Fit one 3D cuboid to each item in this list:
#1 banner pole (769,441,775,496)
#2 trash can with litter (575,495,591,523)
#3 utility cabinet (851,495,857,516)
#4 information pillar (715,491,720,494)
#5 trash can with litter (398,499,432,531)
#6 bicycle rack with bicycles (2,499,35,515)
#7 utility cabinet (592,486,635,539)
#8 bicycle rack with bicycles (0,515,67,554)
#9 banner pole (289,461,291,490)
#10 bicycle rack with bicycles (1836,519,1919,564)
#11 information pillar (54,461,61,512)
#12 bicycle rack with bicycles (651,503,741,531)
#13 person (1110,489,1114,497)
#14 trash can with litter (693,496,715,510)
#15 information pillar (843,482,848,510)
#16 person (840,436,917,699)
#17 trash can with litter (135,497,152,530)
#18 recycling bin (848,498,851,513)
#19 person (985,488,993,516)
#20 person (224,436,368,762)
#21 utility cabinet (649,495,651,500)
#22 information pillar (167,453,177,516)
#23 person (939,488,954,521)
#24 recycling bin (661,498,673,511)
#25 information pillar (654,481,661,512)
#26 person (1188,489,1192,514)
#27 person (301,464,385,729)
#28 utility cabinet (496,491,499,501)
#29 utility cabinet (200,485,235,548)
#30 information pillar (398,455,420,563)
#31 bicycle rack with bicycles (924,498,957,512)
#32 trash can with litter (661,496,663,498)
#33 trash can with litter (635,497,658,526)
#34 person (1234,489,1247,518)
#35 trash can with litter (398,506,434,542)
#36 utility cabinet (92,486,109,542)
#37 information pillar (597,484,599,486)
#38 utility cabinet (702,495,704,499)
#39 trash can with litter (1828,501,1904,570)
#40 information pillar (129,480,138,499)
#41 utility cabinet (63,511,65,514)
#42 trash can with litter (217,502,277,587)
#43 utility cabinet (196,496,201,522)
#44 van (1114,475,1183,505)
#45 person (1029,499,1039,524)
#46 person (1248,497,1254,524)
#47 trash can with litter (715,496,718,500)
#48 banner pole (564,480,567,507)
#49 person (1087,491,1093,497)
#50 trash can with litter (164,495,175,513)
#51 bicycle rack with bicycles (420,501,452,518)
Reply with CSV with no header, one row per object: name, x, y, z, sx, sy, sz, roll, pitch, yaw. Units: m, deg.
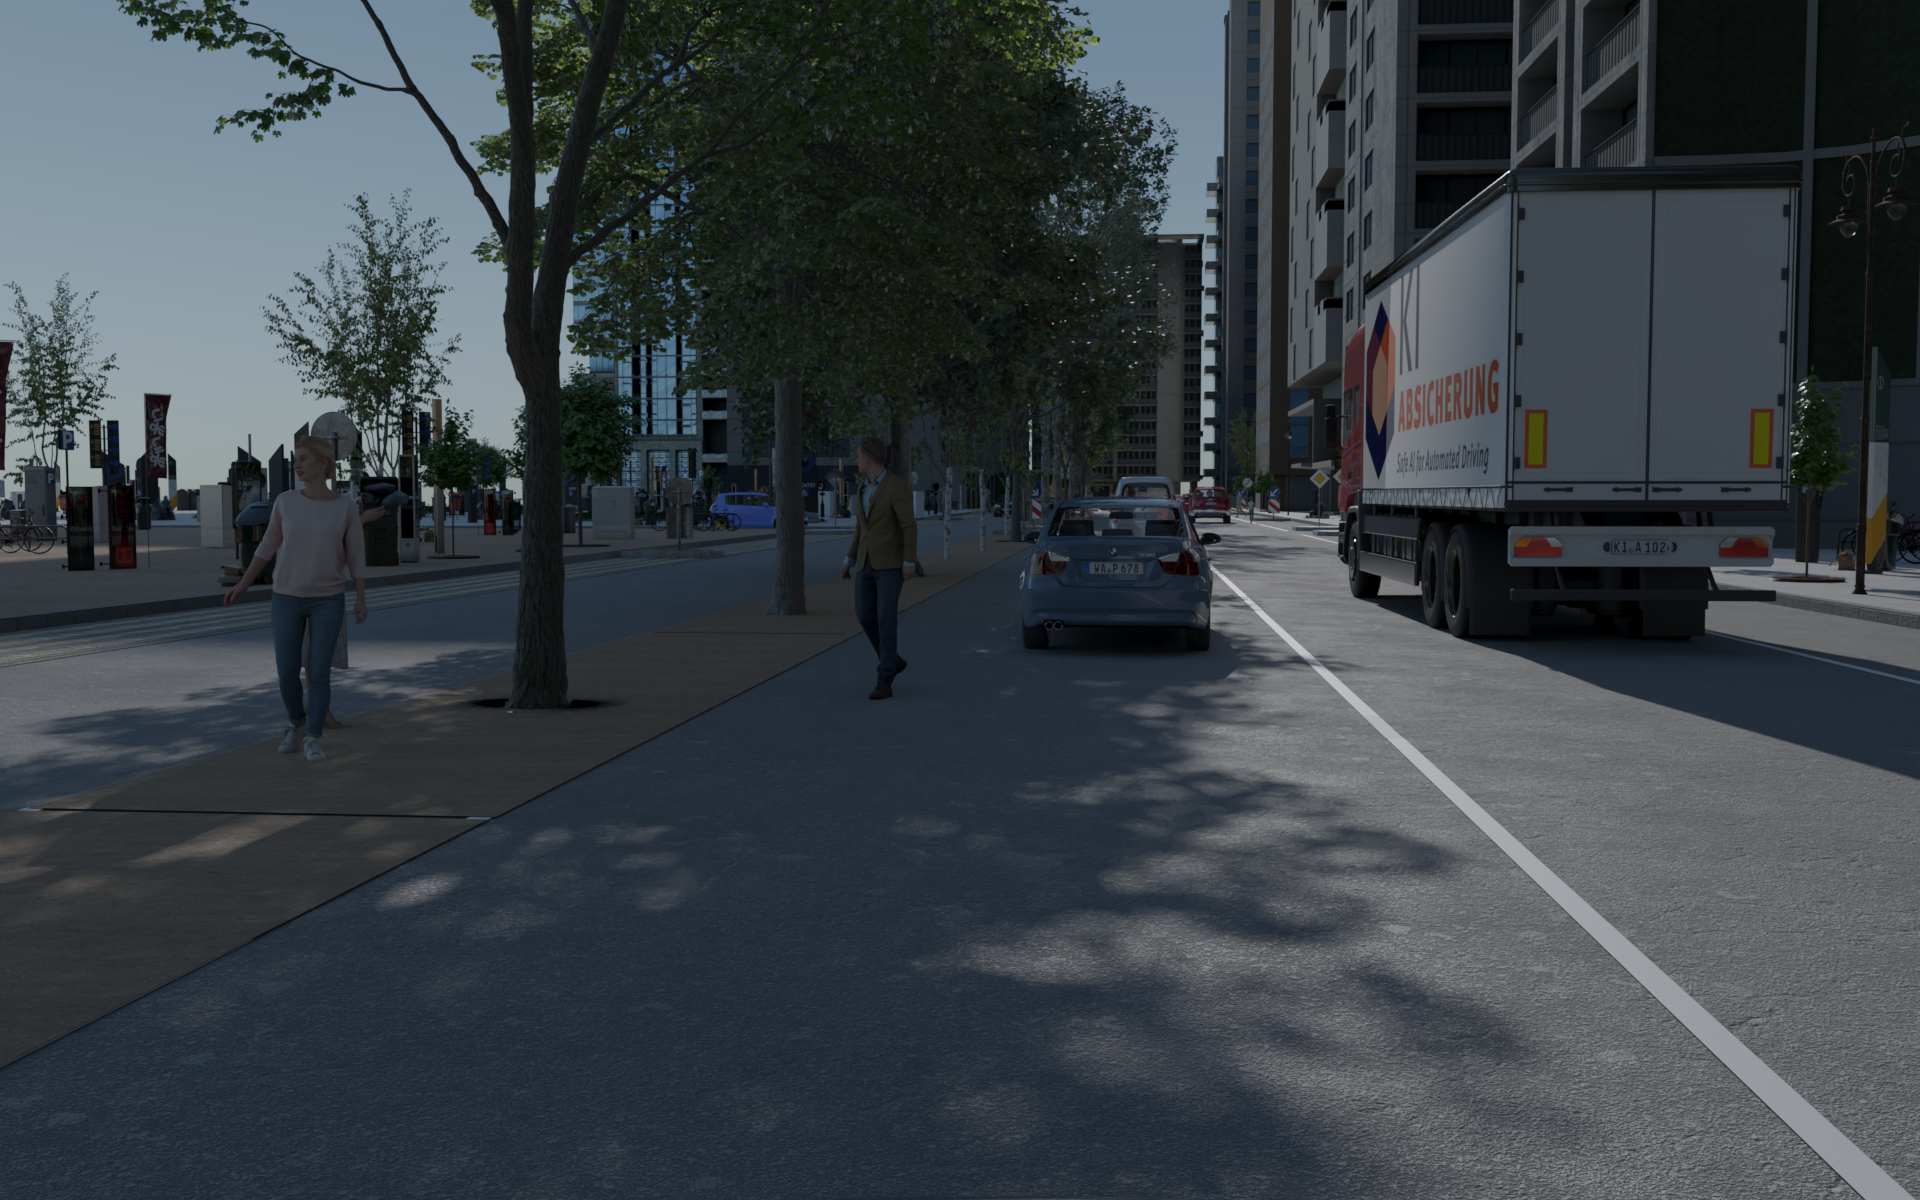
banner pole,-8.865,-5.639,82.217,0.401,3.779,0.863,-3,5,-44
trash can with litter,-17.538,-3.995,76.381,2.233,1.210,1.678,-2,4,-35
utility cabinet,-6.115,-5.679,104.012,0.306,1.237,1.020,3,5,41
information pillar,-19.569,-8.269,139.697,0.304,2.012,0.304,0,4,3
trash can with litter,-19.131,-3.021,60.452,1.678,1.210,2.233,-1,4,-9
bicycle rack with bicycles,-66.842,-6.671,122.446,2.852,0.926,2.925,-3,4,-38
utility cabinet,-9.874,-2.485,49.302,1.173,1.500,0.318,1,4,12
bicycle rack with bicycles,-20.595,-1.443,36.974,2.852,0.926,2.925,3,4,39
banner pole,-44.942,-7.681,115.595,0.863,3.779,0.401,0,4,2
bicycle rack with bicycles,17.884,-1.170,32.514,2.925,0.926,2.852,1,4,15
information pillar,-64.693,-8.122,124.143,0.504,3.616,0.183,1,4,15
bicycle rack with bicycles,-8.949,-2.872,60.341,2.925,0.926,2.852,1,4,17
person,12.044,-7.922,138.030,0.388,1.821,0.555,0,4,2
trash can with litter,-14.794,-5.378,99.312,0.624,1.170,1.055,2,4,32
information pillar,-6.823,-6.050,103.404,0.304,2.012,0.304,0,4,-4
person,-0.582,-0.245,12.413,0.656,1.842,0.836,1,4,15
trash can with litter,-29.423,-3.108,62.204,0.624,1.170,1.055,-3,4,-39
recycling bin,-7.427,-6.459,118.152,0.722,1.027,0.722,1,4,13
person,1.759,-6.384,113.053,0.728,1.800,0.709,1,4,9
person,-3.589,-0.012,9.372,0.731,1.740,0.598,-1,4,-18
utility cabinet,-19.106,-5.856,106.902,1.020,1.237,0.306,-3,5,-40
information pillar,-45.263,-6.616,99.519,0.183,3.616,0.504,3,4,39
person,-0.748,-5.127,92.608,0.850,1.792,0.678,1,4,14
recycling bin,-21.159,-6.869,124.858,0.722,1.027,0.722,1,4,9
information pillar,-16.521,-5.510,94.579,0.304,2.012,0.304,-2,4,-35
person,16.022,-6.875,121.077,0.590,1.801,0.661,2,4,30
person,-3.816,-0.093,10.584,0.524,1.755,0.480,-2,4,-32
utility cabinet,-32.676,-6.890,121.329,1.173,1.500,0.318,1,4,22
utility cabinet,-17.661,-1.990,41.216,1.173,1.500,0.318,3,5,43
information pillar,-10.277,-1.701,32.296,0.304,2.012,0.304,0,4,-4
bicycle rack with bicycles,-1.584,-7.925,142.958,2.852,0.926,2.925,0,4,-6
trash can with litter,-19.542,-6.183,112.143,2.233,1.210,1.678,0,4,5
trash can with litter,-12.814,-3.613,70.464,1.055,1.170,0.624,1,4,10
person,17.039,-5.869,105.210,0.760,1.731,0.466,-1,4,-10
trash can with litter,-14.422,-2.119,46.036,0.624,1.170,1.055,3,5,40
utility cabinet,-22.831,-2.298,46.246,0.318,1.500,1.173,0,4,2
information pillar,-26.290,-8.270,126.576,0.504,3.616,0.183,1,4,23
utility cabinet,-19.369,-7.270,130.028,0.306,1.237,1.020,2,4,25
trash can with litter,15.214,-1.082,29.084,1.055,1.170,0.624,1,4,19
information pillar,-41.806,-5.086,87.656,0.304,2.012,0.304,0,4,-3
utility cabinet,-55.975,-5.992,109.124,1.020,1.237,0.306,-2,4,-29
trash can with litter,-9.940,-0.792,24.342,0.624,1.170,1.055,0,4,7
utility cabinet,-35.312,-4.246,80.587,0.306,1.237,1.020,-1,4,-18
van,4.534,-2.190,42.822,2.013,2.044,4.112,0,4,4
person,3.537,-4.529,82.800,0.529,1.795,0.600,3,4,38
person,14.101,-4.351,83.886,0.306,1.304,0.590,1,4,17
trash can with litter,-18.499,-7.327,131.178,0.624,1.170,1.055,3,4,37
banner pole,-32.474,-9.258,141.382,0.401,3.779,0.863,3,5,41
person,3.630,-2.292,48.566,0.523,1.515,0.503,-1,4,-13
trash can with litter,-52.984,-6.404,115.755,1.678,1.210,2.233,-2,4,-27
bicycle rack with bicycles,-29.354,-4.939,94.127,2.925,0.926,2.852,3,4,38
